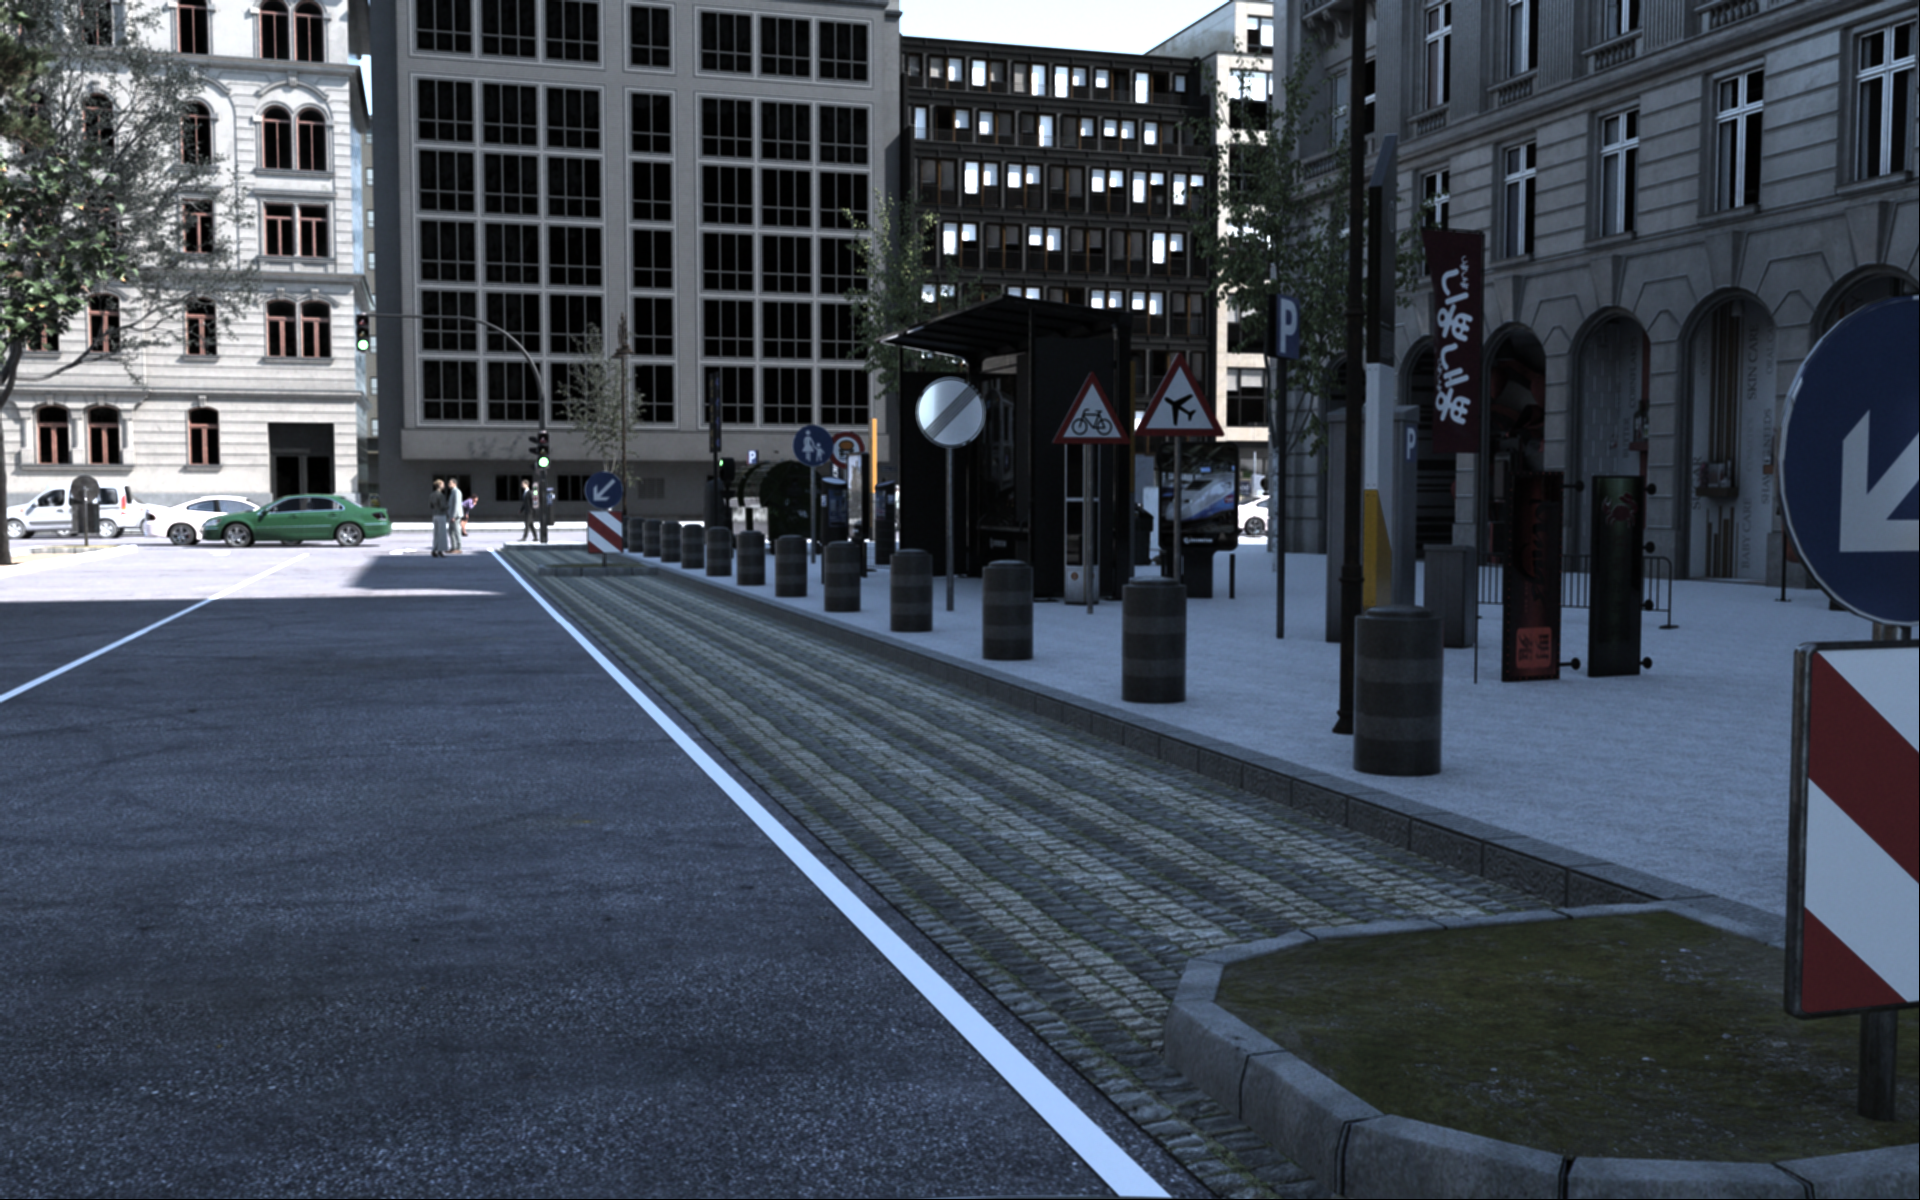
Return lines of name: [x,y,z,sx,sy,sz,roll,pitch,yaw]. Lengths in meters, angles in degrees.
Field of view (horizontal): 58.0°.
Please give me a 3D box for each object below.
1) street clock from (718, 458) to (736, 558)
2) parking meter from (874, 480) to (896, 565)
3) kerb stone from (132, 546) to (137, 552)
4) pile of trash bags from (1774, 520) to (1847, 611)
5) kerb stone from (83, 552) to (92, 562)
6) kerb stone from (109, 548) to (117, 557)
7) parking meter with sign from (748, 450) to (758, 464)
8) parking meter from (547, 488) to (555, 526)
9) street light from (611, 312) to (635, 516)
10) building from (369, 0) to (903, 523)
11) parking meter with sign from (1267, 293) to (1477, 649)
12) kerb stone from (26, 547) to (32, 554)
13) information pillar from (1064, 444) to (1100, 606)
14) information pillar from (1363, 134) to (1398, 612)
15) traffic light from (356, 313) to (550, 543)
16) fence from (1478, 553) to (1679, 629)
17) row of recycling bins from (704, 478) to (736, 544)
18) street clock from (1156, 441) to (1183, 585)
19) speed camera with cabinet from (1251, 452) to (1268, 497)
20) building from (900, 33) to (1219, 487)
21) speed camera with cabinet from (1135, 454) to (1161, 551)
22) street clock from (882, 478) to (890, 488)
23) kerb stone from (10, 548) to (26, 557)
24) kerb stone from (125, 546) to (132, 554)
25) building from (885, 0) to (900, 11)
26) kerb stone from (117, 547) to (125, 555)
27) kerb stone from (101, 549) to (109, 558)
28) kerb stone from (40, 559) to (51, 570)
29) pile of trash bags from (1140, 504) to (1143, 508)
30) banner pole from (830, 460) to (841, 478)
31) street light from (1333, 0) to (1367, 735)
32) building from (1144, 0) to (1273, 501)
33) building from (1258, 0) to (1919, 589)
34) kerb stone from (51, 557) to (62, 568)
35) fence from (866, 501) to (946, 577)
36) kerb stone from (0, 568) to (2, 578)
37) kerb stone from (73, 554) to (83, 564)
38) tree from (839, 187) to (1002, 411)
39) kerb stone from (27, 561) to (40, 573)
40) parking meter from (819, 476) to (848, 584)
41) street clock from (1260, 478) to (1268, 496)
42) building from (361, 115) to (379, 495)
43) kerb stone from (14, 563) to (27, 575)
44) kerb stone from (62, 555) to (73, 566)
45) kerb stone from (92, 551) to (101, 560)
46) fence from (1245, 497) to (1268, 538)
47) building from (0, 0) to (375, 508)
street clock: [-4.633,-1.832,34.516,0.358,2.002,0.471,-1,4,-20]
parking meter: [-1.357,-1.411,31.475,0.372,1.533,0.369,0,3,0]
kerb stone: [-20.456,-1.254,42.713,0.120,0.150,1.000,-1,4,-17]
pile of trash bags: [10.444,-0.592,19.427,1.912,1.369,3.447,-1,4,-14]
kerb stone: [-18.663,-0.893,36.793,0.120,0.150,1.000,-1,4,-17]
kerb stone: [-19.556,-1.071,39.747,0.120,0.150,1.000,-1,4,-17]
parking meter with sign: [-7.646,-4.476,69.445,0.543,3.016,1.738,3,5,43]
parking meter: [-16.485,-3.741,69.569,0.372,1.533,0.369,0,3,0]
street light: [-8.590,-4.369,44.228,0.468,5.910,1.993,-1,4,-17]
building: [-15.818,-17.783,84.255,24.014,27.812,14.314,-1,4,-17]
parking meter with sign: [3.547,-1.139,14.877,1.738,3.016,0.543,2,4,32]
kerb stone: [-22.169,-1.150,41.103,0.120,0.150,1.000,-1,4,-17]
information pillar: [1.413,-0.951,20.035,0.304,2.012,0.304,3,4,39]
information pillar: [2.713,-1.213,11.180,0.183,3.616,0.504,2,4,25]
traffic light: [-12.834,-4.253,44.205,4.771,5.953,1.251,-1,4,-17]
fence: [6.029,-0.111,17.182,2.069,0.683,0.278,3,5,40]
row of recycling bins: [-5.958,-2.346,45.476,1.069,1.692,3.534,0,4,8]
street clock: [2.927,-1.166,23.628,0.471,2.002,0.358,-1,4,-15]
speed camera with cabinet: [13.888,-5.247,80.124,0.660,3.252,2.038,0,4,2]
building: [3.447,-15.905,89.723,15.834,23.373,12.332,-1,4,-17]
speed camera with cabinet: [4.420,-2.780,39.789,0.660,3.252,2.038,-2,4,-25]
street clock: [-3.290,-4.440,77.161,0.358,2.002,0.471,-1,4,-20]
kerb stone: [-21.866,-1.093,40.121,0.120,0.150,1.000,-1,4,-17]
kerb stone: [-20.160,-1.194,41.721,0.120,0.150,1.000,-1,4,-17]
building: [-17.633,-43.462,148.852,20.563,71.187,20.611,-1,4,-17]
kerb stone: [-19.854,-1.132,40.729,0.120,0.150,1.000,-1,4,-17]
kerb stone: [-19.255,-1.007,38.762,0.120,0.150,1.000,-1,4,-17]
kerb stone: [-17.469,-0.653,32.864,0.120,0.150,1.000,-1,4,-17]
pile of trash bags: [13.900,-7.779,136.945,3.447,1.369,1.912,0,4,0]
banner pole: [-5.108,-5.086,73.177,0.863,3.779,0.401,0,4,5]
street light: [2.096,-2.223,9.142,0.468,5.910,1.993,-1,4,-17]
building: [26.234,-18.108,100.587,34.151,26.468,19.350,-1,4,-17]
building: [15.770,-11.413,28.408,13.314,21.916,24.055,-1,4,-17]
kerb stone: [-17.764,-0.710,33.845,0.120,0.150,1.000,-1,4,-17]
fence: [-1.013,-1.017,27.838,0.480,1.192,2.264,-3,4,-36]
kerb stone: [-16.572,-0.472,29.919,0.120,0.150,1.000,-1,4,-17]
kerb stone: [-18.361,-0.833,35.812,0.120,0.150,1.000,-1,4,-17]
tree: [-1.091,-5.585,41.671,4.737,8.622,4.395,0,3,0]
kerb stone: [-17.165,-0.592,31.884,0.120,0.150,1.000,-1,4,-17]
parking meter: [-1.791,-0.996,24.700,0.372,1.533,0.369,0,3,0]
street clock: [13.833,-4.510,78.309,0.358,2.002,0.471,-3,5,-42]
building: [-82.519,-39.677,237.951,27.495,52.752,28.713,-1,4,-17]
kerb stone: [-16.874,-0.530,30.901,0.120,0.150,1.000,-1,4,-17]
kerb stone: [-18.062,-0.773,34.826,0.120,0.150,1.000,-1,4,-17]
kerb stone: [-18.959,-0.953,37.774,0.120,0.150,1.000,-1,4,-17]
fence: [8.990,-2.448,51.223,0.480,1.192,2.264,2,4,26]
building: [-38.672,-17.753,77.653,23.554,28.519,14.401,-1,4,-17]
